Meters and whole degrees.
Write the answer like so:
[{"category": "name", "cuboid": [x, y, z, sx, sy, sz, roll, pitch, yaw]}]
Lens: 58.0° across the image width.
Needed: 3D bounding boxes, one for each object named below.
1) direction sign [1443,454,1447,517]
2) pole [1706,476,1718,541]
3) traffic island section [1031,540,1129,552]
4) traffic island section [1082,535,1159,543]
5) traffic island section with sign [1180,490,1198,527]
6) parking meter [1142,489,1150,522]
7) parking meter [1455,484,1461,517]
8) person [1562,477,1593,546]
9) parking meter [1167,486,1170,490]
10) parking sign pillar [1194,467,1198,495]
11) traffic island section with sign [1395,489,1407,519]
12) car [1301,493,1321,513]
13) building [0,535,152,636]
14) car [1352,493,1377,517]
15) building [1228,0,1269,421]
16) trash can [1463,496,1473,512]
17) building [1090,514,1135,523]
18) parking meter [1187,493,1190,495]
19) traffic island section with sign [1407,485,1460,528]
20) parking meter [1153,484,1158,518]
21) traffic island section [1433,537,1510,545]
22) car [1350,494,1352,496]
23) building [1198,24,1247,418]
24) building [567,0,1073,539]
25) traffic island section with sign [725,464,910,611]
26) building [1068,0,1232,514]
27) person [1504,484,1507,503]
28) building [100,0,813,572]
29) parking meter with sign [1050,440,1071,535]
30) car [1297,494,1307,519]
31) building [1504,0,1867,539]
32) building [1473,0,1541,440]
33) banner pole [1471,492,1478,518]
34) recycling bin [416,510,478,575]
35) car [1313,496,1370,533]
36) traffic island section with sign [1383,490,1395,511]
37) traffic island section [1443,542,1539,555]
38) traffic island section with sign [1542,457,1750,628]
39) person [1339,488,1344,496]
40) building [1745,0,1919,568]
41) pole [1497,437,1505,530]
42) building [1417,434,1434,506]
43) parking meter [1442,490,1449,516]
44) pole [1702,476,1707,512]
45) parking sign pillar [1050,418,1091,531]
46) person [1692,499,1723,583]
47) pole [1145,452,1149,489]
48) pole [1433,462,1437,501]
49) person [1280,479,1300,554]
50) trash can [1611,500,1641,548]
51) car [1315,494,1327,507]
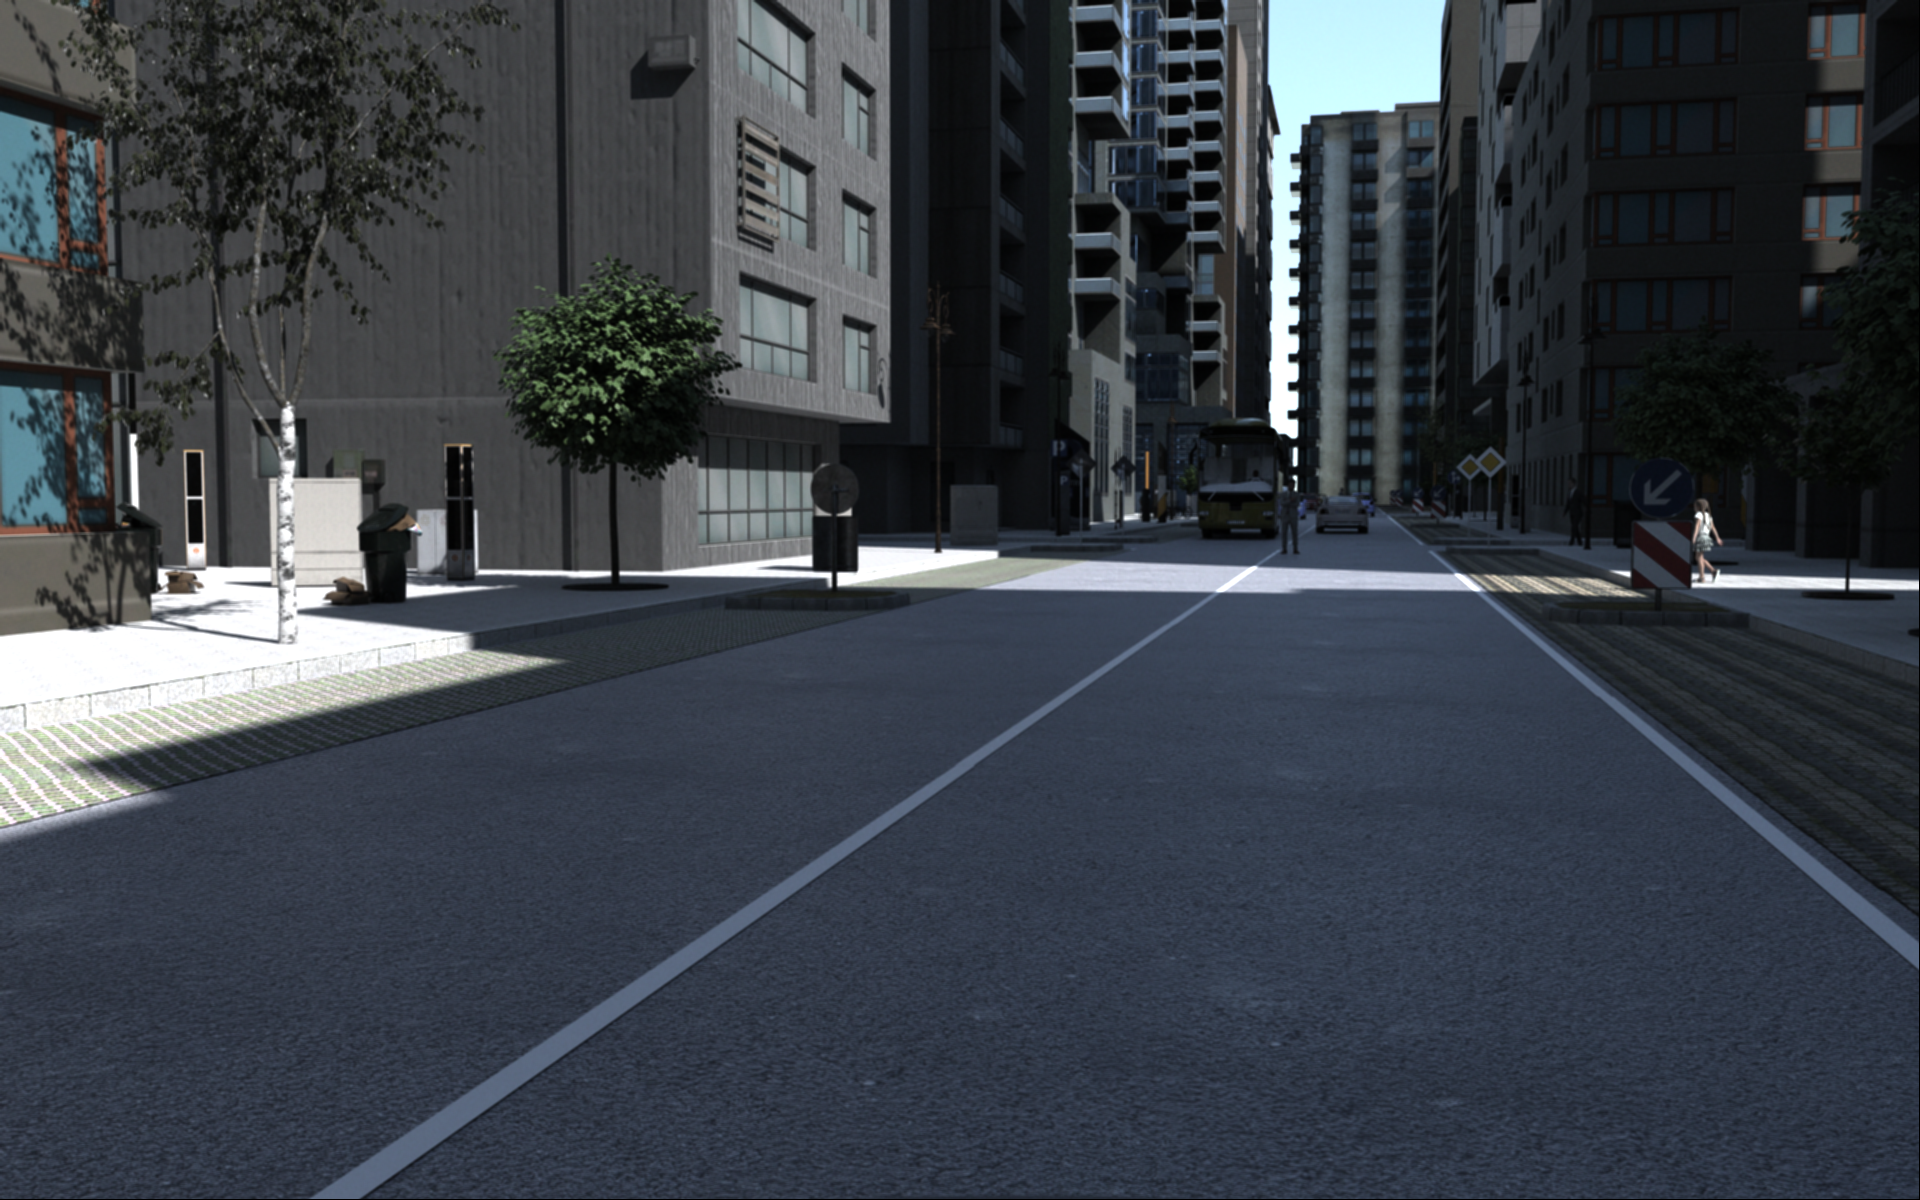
[{"category": "direction sign", "cuboid": [27.437, -6.497, 98.219, 0.379, 3.537, 0.876, 1, 4, 15]}, {"category": "pole", "cuboid": [20.691, -3.282, 47.503, 0.158, 3.312, 0.155, 0, 3, 0]}, {"category": "traffic island section", "cuboid": [3.044, -1.336, 44.132, 2.009, 0.180, 2.903, 1, 4, 13]}, {"category": "traffic island section", "cuboid": [4.846, -1.812, 51.912, 2.009, 0.180, 2.903, 1, 4, 13]}, {"category": "traffic island section with sign", "cuboid": [10.765, -4.119, 75.980, 1.989, 1.847, 2.006, 1, 4, 13]}, {"category": "parking meter", "cuboid": [8.555, -4.353, 79.583, 0.372, 1.533, 0.369, 0, 3, 0]}, {"category": "parking meter", "cuboid": [28.198, -5.653, 98.132, 0.399, 1.863, 0.255, 1, 4, 15]}, {"category": "person", "cuboid": [15.519, -2.175, 43.833, 0.755, 1.850, 0.659, -1, 4, -19]}, {"category": "parking meter", "cuboid": [14.144, -6.885, 118.274, 0.255, 1.863, 0.399, -3, 5, -41]}, {"category": "parking sign pillar", "cuboid": [17.133, -8.284, 123.917, 1.447, 3.967, 1.447, 0, 4, -4]}, {"category": "traffic island section with sign", "cuboid": [26.332, -5.596, 100.127, 1.989, 1.847, 2.006, 1, 4, 13]}, {"category": "car", "cuboid": [26.942, -7.678, 134.576, 2.155, 1.783, 4.494, 1, 4, 12]}, {"category": "building", "cuboid": [-24.932, -9.844, 5.988, 27.650, 21.520, 28.899, 1, 4, 13]}, {"category": "car", "cuboid": [25.650, -6.184, 110.703, 1.945, 1.707, 3.694, 1, 4, 14]}, {"category": "building", "cuboid": [22.869, -45.992, 190.218, 20.611, 71.187, 20.563, 1, 4, 13]}, {"category": "trash can", "cuboid": [35.737, -6.745, 121.935, 0.748, 1.137, 0.748, 0, 3, 0]}, {"category": "building", "cuboid": [-1.527, -47.683, 92.284, 22.319, 86.520, 31.000, 1, 4, 13]}, {"category": "parking meter", "cuboid": [14.945, -6.567, 113.082, 0.255, 1.863, 0.399, 1, 4, 11]}, {"category": "traffic island section with sign", "cuboid": [20.254, -3.990, 73.863, 1.989, 1.847, 2.006, 1, 4, 13]}, {"category": "parking meter", "cuboid": [10.510, -5.311, 92.552, 0.399, 1.863, 0.255, 1, 4, 13]}, {"category": "traffic island section", "cuboid": [14.628, -1.674, 49.650, 2.009, 0.180, 2.903, 1, 4, 13]}, {"category": "car", "cuboid": [31.536, -7.766, 137.191, 2.015, 1.641, 3.980, 1, 4, 13]}, {"category": "building", "cuboid": [19.705, -31.480, 164.809, 14.600, 45.320, 14.200, 1, 4, 13]}, {"category": "building", "cuboid": [-4.065, -23.061, 60.636, 14.154, 41.232, 14.086, 1, 4, 13]}, {"category": "traffic island section with sign", "cuboid": [-1.716, -0.822, 22.074, 1.989, 1.847, 2.006, 1, 4, 13]}, {"category": "building", "cuboid": [11.729, -50.705, 141.704, 22.319, 86.520, 31.000, 1, 4, 13]}, {"category": "person", "cuboid": [27.622, -4.976, 87.588, 0.537, 1.800, 0.526, 2, 4, 25]}, {"category": "building", "cuboid": [-9.198, -21.512, 35.314, 14.086, 41.232, 14.154, 1, 4, 13]}, {"category": "parking meter with sign", "cuboid": [3.215, -3.576, 54.721, 0.543, 3.016, 1.738, 0, 4, -4]}, {"category": "car", "cuboid": [18.898, -5.472, 99.066, 1.945, 1.707, 3.694, 1, 4, 14]}, {"category": "building", "cuboid": [35.291, -13.153, 60.083, 28.899, 21.520, 27.650, 1, 4, 13]}, {"category": "building", "cuboid": [45.102, -31.324, 101.386, 28.713, 52.752, 27.495, 1, 4, 13]}, {"category": "banner pole", "cuboid": [28.202, -6.411, 94.844, 0.401, 3.779, 0.863, 1, 4, 15]}, {"category": "recycling bin", "cuboid": [-8.239, -0.935, 27.840, 0.722, 1.027, 0.722, 1, 4, 15]}, {"category": "car", "cuboid": [14.250, -3.201, 64.693, 2.083, 1.381, 4.827, 1, 4, 11]}, {"category": "traffic island section with sign", "cuboid": [37.838, -8.633, 149.772, 1.989, 1.847, 2.006, 1, 4, 13]}, {"category": "traffic island section", "cuboid": [12.826, -1.198, 41.870, 2.009, 0.180, 2.903, 1, 4, 13]}, {"category": "traffic island section with sign", "cuboid": [7.690, -0.671, 19.602, 1.989, 1.847, 2.006, 1, 4, 13]}, {"category": "person", "cuboid": [22.379, -5.660, 101.209, 0.590, 1.801, 0.661, 0, 4, 3]}, {"category": "building", "cuboid": [25.719, -35.914, 25.446, 20.563, 71.187, 20.611, 1, 4, 13]}, {"category": "pole", "cuboid": [19.271, -4.151, 61.704, 0.158, 3.312, 0.155, 0, 3, 0]}, {"category": "building", "cuboid": [58.849, -52.743, 175.017, 22.319, 86.520, 31.000, 1, 4, 13]}, {"category": "parking meter", "cuboid": [28.132, -5.630, 100.464, 0.372, 1.533, 0.369, 0, 3, 0]}, {"category": "pole", "cuboid": [20.854, -3.336, 48.389, 0.158, 3.312, 0.155, 0, 3, 0]}, {"category": "parking sign pillar", "cuboid": [3.872, -4.415, 60.663, 1.447, 3.967, 1.447, 2, 4, 28]}, {"category": "person", "cuboid": [10.723, -0.850, 24.961, 0.505, 1.210, 0.382, -3, 5, -41]}, {"category": "pole", "cuboid": [8.959, -5.452, 82.982, 0.158, 3.312, 0.155, 0, 3, 0]}, {"category": "pole", "cuboid": [30.291, -7.130, 110.415, 0.158, 3.312, 0.155, 0, 3, 0]}, {"category": "person", "cuboid": [7.912, -2.008, 41.510, 0.511, 1.800, 0.466, 0, 4, -1]}, {"category": "trash can", "cuboid": [15.806, -1.796, 41.013, 0.748, 1.137, 0.748, 0, 3, 0]}, {"category": "car", "cuboid": [36.350, -10.069, 174.847, 2.015, 1.641, 3.980, 1, 4, 14]}]
